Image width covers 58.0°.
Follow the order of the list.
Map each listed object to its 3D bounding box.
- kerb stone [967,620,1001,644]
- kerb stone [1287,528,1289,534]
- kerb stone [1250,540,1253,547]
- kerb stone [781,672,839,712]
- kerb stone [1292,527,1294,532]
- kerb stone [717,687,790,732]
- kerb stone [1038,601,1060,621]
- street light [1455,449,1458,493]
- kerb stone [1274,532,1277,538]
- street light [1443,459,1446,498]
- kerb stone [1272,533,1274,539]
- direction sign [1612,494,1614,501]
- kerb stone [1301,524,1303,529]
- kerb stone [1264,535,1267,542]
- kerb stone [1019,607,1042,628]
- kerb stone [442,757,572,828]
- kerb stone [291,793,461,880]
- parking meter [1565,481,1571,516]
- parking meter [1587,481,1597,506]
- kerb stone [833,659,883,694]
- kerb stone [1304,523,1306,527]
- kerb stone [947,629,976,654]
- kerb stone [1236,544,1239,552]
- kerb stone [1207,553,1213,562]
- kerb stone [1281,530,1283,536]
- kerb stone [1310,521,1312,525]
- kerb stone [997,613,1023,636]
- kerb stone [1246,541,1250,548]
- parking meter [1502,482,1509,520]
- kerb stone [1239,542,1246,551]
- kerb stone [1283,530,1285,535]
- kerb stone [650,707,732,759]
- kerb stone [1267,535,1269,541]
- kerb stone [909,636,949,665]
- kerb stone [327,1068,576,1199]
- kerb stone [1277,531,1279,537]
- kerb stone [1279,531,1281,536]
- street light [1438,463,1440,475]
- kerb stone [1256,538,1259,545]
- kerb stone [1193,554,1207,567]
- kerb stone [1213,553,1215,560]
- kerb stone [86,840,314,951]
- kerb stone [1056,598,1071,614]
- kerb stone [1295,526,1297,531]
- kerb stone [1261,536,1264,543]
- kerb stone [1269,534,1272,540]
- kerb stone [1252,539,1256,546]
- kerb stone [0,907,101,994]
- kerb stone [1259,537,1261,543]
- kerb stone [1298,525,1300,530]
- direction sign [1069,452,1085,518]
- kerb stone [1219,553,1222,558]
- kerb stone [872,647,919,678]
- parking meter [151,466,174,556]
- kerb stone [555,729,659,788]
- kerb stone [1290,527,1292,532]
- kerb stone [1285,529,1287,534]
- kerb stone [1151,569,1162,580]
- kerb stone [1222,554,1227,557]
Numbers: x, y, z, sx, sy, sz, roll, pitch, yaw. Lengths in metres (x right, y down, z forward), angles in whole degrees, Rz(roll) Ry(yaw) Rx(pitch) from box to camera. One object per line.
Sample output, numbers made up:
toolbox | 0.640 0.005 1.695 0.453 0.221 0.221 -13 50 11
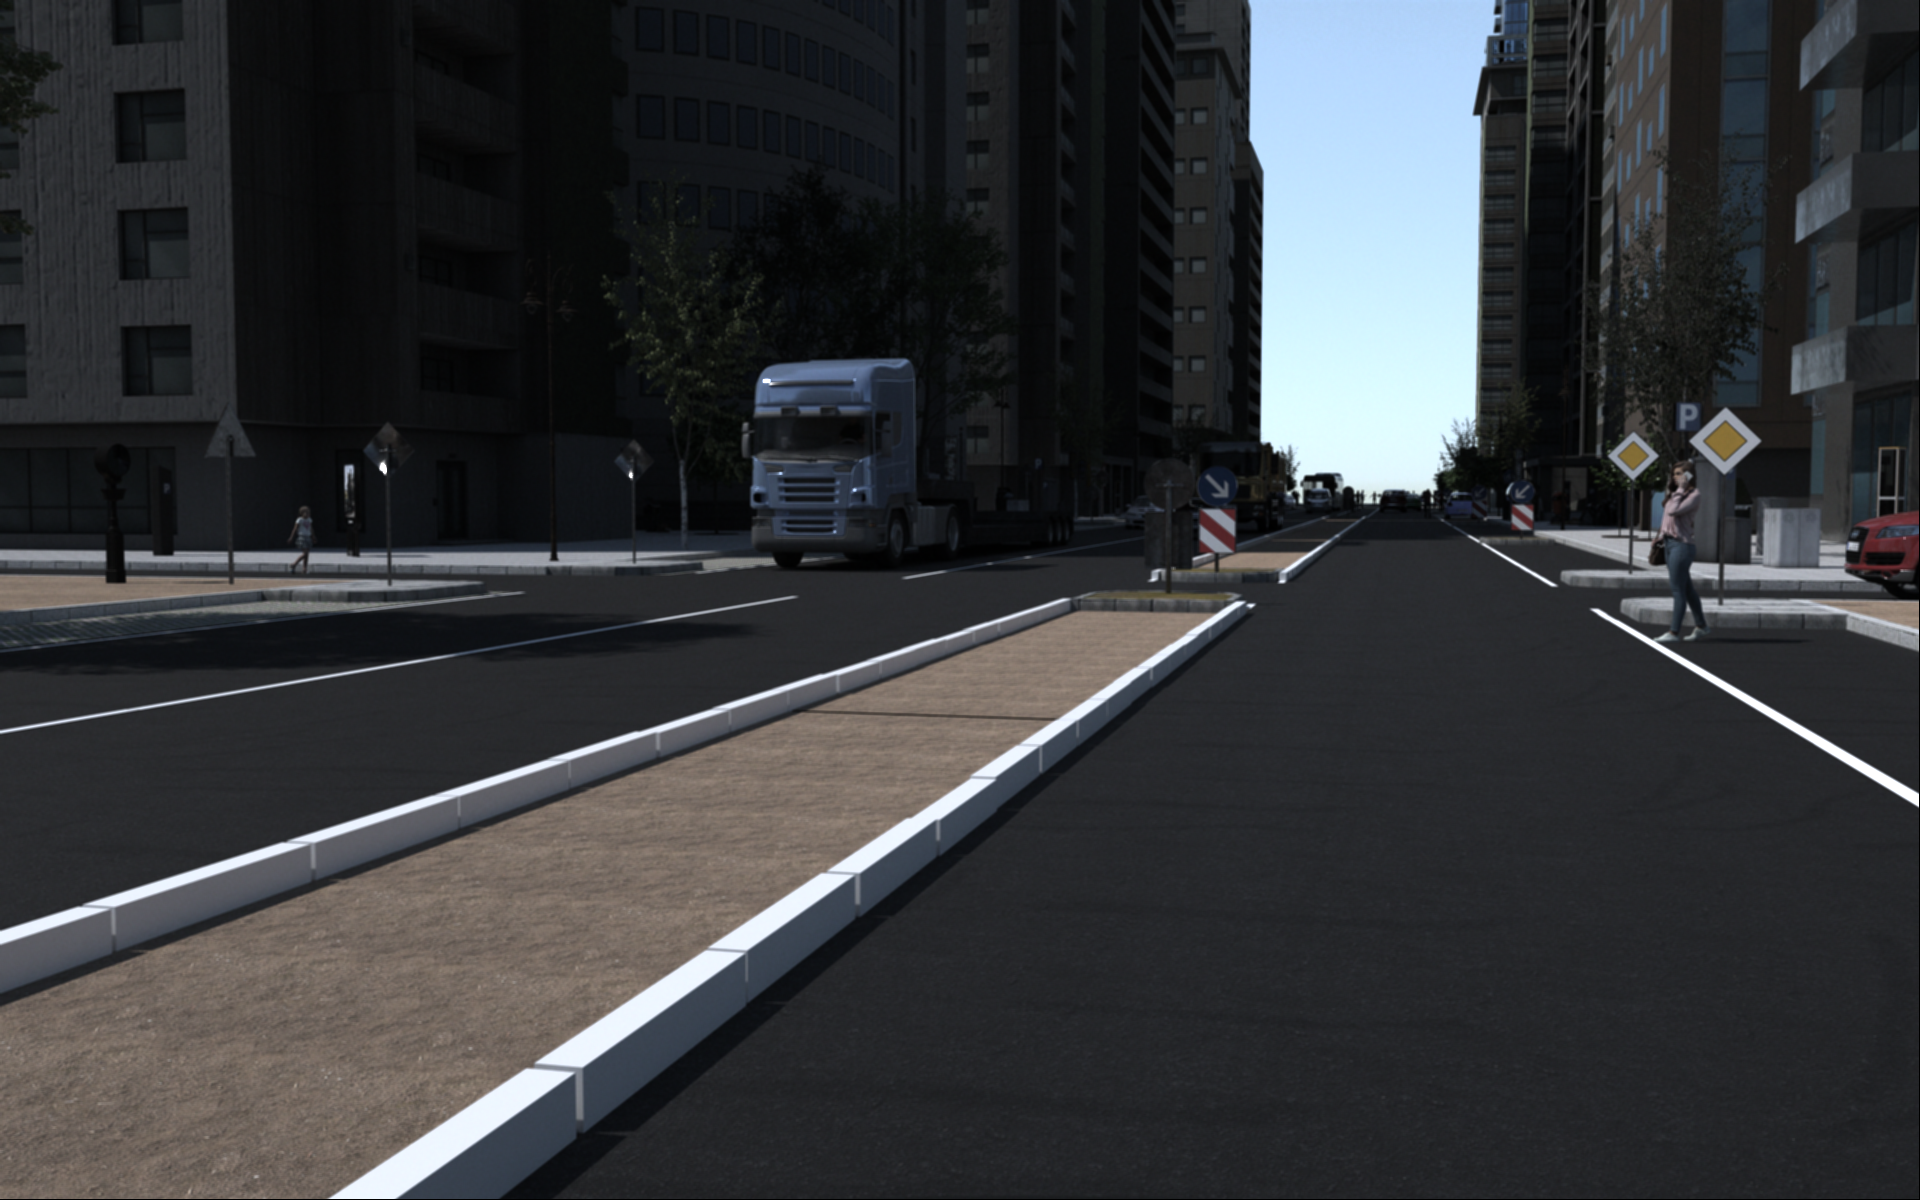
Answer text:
kerb stone | 0.201 0.329 16.817 0.120 0.150 1.000 1 4 14
kerb stone | 11.404 -2.377 61.066 0.120 0.150 1.000 1 4 14
kerb stone | 7.637 -1.464 46.175 0.120 0.150 1.000 1 4 14
kerb stone | -1.058 0.634 11.837 0.120 0.150 1.000 1 4 14
kerb stone | 12.154 -2.558 64.047 0.120 0.150 1.000 1 4 14
kerb stone | -1.306 0.694 10.844 0.120 0.150 1.000 1 4 14
kerb stone | 0.956 0.149 19.802 0.120 0.150 1.000 1 4 14
street light | 49.603 -12.259 173.219 0.468 5.910 1.993 1 4 14
kerb stone | 9.900 -2.013 55.114 0.120 0.150 1.000 1 4 14
street light | 60.783 -14.956 217.317 0.468 5.910 1.993 1 4 14
kerb stone | 9.645 -1.953 54.124 0.120 0.150 1.000 1 4 14
direction sign | 27.628 -4.971 73.281 0.379 3.537 0.876 1 4 22
kerb stone | 13.665 -2.925 70.023 0.120 0.150 1.000 1 4 14
kerb stone | 8.893 -1.771 51.147 0.120 0.150 1.000 1 4 14
kerb stone | 0.707 0.208 18.798 0.120 0.150 1.000 1 4 14
kerb stone | -2.063 0.878 7.868 0.120 0.150 1.000 1 4 14
kerb stone | -2.308 0.937 6.875 0.120 0.150 1.000 1 4 14
parking meter | 26.335 -4.253 75.253 0.255 1.863 0.399 2 4 34
parking meter | 27.482 -4.258 75.334 0.399 1.863 0.255 2 4 28
kerb stone | -0.795 0.577 12.836 0.120 0.150 1.000 1 4 14
kerb stone | 14.175 -3.047 72.011 0.120 0.150 1.000 1 4 14
kerb stone | -0.055 0.398 15.824 0.120 0.150 1.000 1 4 14
kerb stone | 6.637 -1.223 42.194 0.120 0.150 1.000 1 4 14
kerb stone | 5.130 -0.859 36.240 0.120 0.150 1.000 1 4 14
kerb stone | 10.645 -2.196 58.092 0.120 0.150 1.000 1 4 14
kerb stone | 15.430 -3.349 76.973 0.120 0.150 1.000 1 4 14
kerb stone | 0.460 0.268 17.806 0.120 0.150 1.000 1 4 14
kerb stone | 7.388 -1.406 45.184 0.120 0.150 1.000 1 4 14
parking meter | 26.704 -4.833 84.733 0.255 1.863 0.399 1 4 9
kerb stone | 7.136 -1.345 44.190 0.120 0.150 1.000 1 4 14
kerb stone | 10.894 -2.256 59.083 0.120 0.150 1.000 1 4 14
kerb stone | -1.555 0.760 9.853 0.120 0.150 1.000 1 4 14
kerb stone | 9.142 -1.831 52.139 0.120 0.150 1.000 1 4 14
kerb stone | -0.304 0.450 14.832 0.120 0.150 1.000 1 4 14
kerb stone | -1.033 1.152 3.377 0.120 0.150 1.000 1 4 14
kerb stone | 10.148 -2.074 56.109 0.120 0.150 1.000 1 4 14
kerb stone | 10.397 -2.133 57.100 0.120 0.150 1.000 1 4 14
street light | 70.299 -17.226 254.433 0.468 5.910 1.993 1 4 14
kerb stone | 8.137 -1.585 48.165 0.120 0.150 1.000 1 4 14
kerb stone | 4.864 -0.798 35.244 0.120 0.150 1.000 1 4 14
kerb stone | 5.372 -0.917 37.233 0.120 0.150 1.000 1 4 14
kerb stone | -2.560 0.998 5.882 0.120 0.150 1.000 1 4 14
kerb stone | 1.204 0.086 20.794 0.120 0.150 1.000 1 4 14
kerb stone | 12.661 -2.681 66.037 0.120 0.150 1.000 1 4 14
kerb stone | 8.636 -1.710 50.152 0.120 0.150 1.000 1 4 14
kerb stone | 9.392 -1.892 53.130 0.120 0.150 1.000 1 4 14
kerb stone | 7.882 -1.525 47.168 0.120 0.150 1.000 1 4 14
kerb stone | -2.805 1.058 4.890 0.120 0.150 1.000 1 4 14
kerb stone | 8.386 -1.649 49.161 0.120 0.150 1.000 1 4 14
kerb stone | 13.160 -2.801 68.034 0.120 0.150 1.000 1 4 14
direction sign | 6.268 -6.165 92.799 0.876 3.537 0.379 0 4 -8
kerb stone | 5.620 -0.980 38.225 0.120 0.150 1.000 1 4 14
kerb stone | -0.543 0.512 13.828 0.120 0.150 1.000 1 4 14
parking meter | -16.623 -1.859 36.103 0.255 1.863 0.399 1 4 12
kerb stone | -1.817 0.816 8.860 0.120 0.150 1.000 1 4 14
kerb stone | 11.909 -2.499 63.051 0.120 0.150 1.000 1 4 14
kerb stone | 11.148 -2.317 60.077 0.120 0.150 1.000 1 4 14
kerb stone | 3.364 -0.432 29.282 0.120 0.150 1.000 1 4 14
kerb stone | 5.877 -1.038 39.220 0.120 0.150 1.000 1 4 14
